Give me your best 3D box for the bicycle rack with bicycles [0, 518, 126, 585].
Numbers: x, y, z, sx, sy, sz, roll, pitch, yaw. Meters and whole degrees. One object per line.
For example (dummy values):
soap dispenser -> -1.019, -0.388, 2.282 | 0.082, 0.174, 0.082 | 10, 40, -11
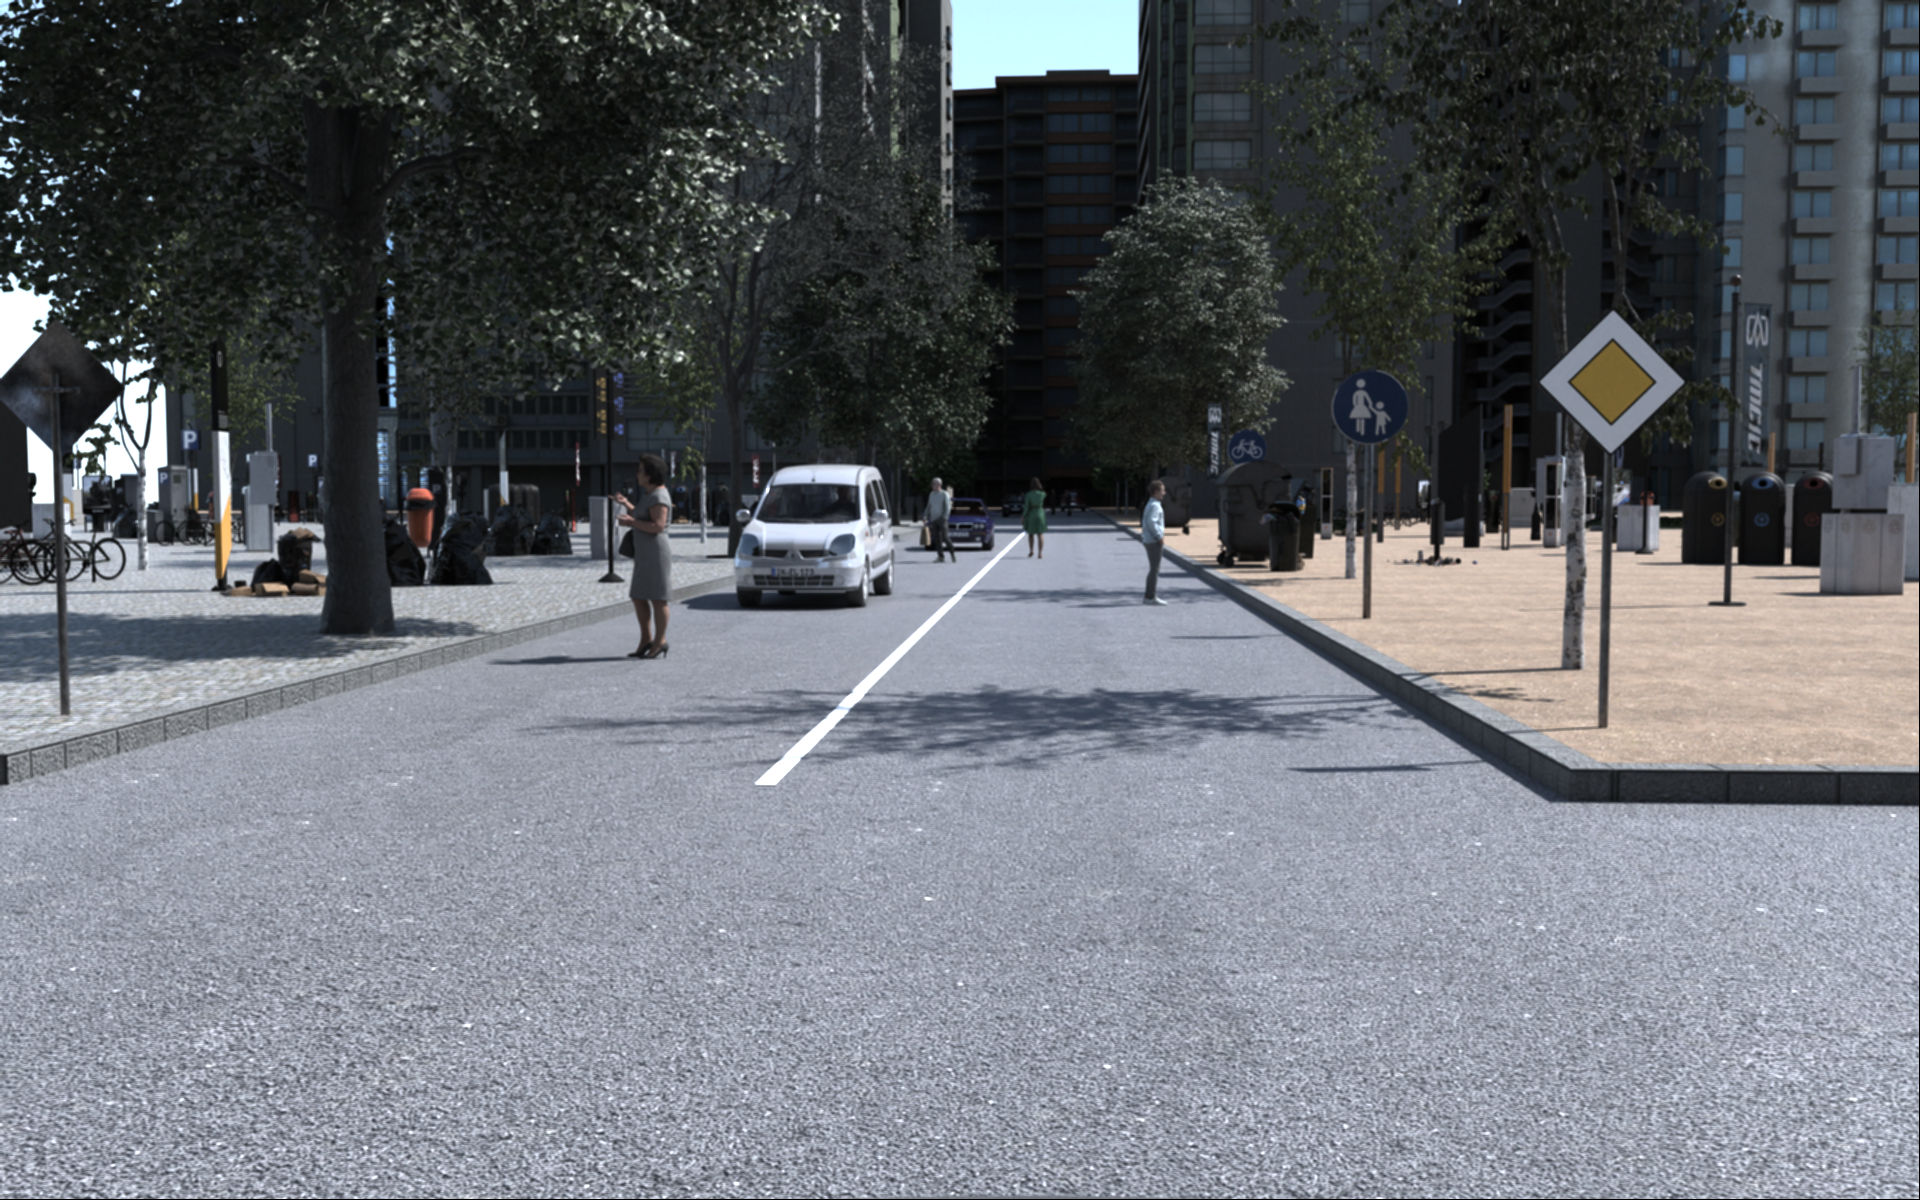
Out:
bicycle rack with bicycles -> -13.630, -0.718, 25.117 | 2.852, 0.926, 2.925 | 3, 5, 43

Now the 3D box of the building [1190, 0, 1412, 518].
building -> 20.497, -26.248, 112.746 | 14.154, 41.232, 14.086 | 0, 4, 3

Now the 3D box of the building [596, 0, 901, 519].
building -> -10.844, -24.992, 92.211 | 14.154, 41.232, 14.086 | 0, 4, 3

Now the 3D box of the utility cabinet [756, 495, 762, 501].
utility cabinet -> -7.686, -3.642, 70.712 | 1.020, 1.237, 0.306 | 0, 4, 2

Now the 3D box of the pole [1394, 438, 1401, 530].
pole -> 15.656, -4.164, 61.926 | 0.158, 3.312, 0.155 | 0, 3, 0

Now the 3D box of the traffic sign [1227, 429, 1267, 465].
traffic sign -> 5.654, -2.084, 34.182 | 0.768, 2.556, 0.104 | 0, 4, 5

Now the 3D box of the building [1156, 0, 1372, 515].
building -> 21.334, -27.106, 126.780 | 14.154, 41.232, 14.086 | 0, 4, 3

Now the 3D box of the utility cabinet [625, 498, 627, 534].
utility cabinet -> -8.054, -1.744, 39.678 | 1.020, 1.237, 0.306 | 3, 5, 40

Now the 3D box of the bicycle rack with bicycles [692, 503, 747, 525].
bicycle rack with bicycles -> -10.034, -3.597, 72.198 | 2.852, 0.926, 2.925 | 0, 4, -2

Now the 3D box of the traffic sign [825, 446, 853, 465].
traffic sign -> -3.185, -2.779, 45.551 | 0.768, 2.556, 0.104 | 1, 4, 10

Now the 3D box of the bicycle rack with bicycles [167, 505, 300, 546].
bicycle rack with bicycles -> -18.770, -1.846, 43.571 | 2.852, 0.926, 2.925 | 3, 5, 42

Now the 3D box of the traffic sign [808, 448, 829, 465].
traffic sign -> -3.815, -2.902, 47.558 | 0.768, 2.556, 0.104 | 1, 4, 9

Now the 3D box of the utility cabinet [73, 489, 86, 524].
utility cabinet -> -37.152, -3.894, 72.349 | 0.318, 1.500, 1.173 | 2, 4, 29

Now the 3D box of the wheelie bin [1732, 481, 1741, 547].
wheelie bin -> 18.623, -2.089, 42.070 | 0.693, 1.594, 0.980 | -3, 4, -39

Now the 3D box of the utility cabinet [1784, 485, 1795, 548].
utility cabinet -> 20.068, -1.970, 40.882 | 1.173, 1.500, 0.318 | -1, 4, -15

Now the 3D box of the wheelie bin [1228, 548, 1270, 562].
wheelie bin -> 5.590, -1.540, 33.084 | 0.693, 1.594, 0.980 | 1, 4, 18

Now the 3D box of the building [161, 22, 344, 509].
building -> -60.759, -28.761, 153.843 | 14.086, 41.232, 14.154 | 0, 4, 3

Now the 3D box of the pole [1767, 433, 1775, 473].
pole -> 26.916, -3.895, 57.518 | 0.158, 3.312, 0.155 | 0, 3, 0

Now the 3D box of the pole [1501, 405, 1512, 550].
pole -> 12.514, -2.800, 39.630 | 0.158, 3.312, 0.155 | 0, 3, 0

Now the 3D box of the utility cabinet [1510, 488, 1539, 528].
utility cabinet -> 21.231, -3.460, 65.242 | 0.318, 1.500, 1.173 | -2, 4, -35

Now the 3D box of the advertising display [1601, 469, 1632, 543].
advertising display -> 17.155, -2.443, 45.165 | 0.974, 1.923, 0.123 | -2, 4, -34

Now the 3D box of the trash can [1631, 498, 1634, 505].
trash can -> 27.270, -3.633, 71.058 | 0.748, 1.137, 0.748 | 0, 3, 0

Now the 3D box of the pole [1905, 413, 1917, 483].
pole -> 23.883, -3.040, 43.541 | 0.158, 3.312, 0.155 | 0, 3, 0

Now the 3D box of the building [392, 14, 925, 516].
building -> -18.921, -25.681, 111.764 | 32.217, 40.220, 23.993 | 0, 4, 3

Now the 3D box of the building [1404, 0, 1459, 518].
building -> 19.837, -25.389, 98.701 | 14.154, 41.232, 14.086 | 0, 4, 3

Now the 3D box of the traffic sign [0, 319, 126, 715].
traffic sign -> -5.196, -0.389, 10.001 | 0.795, 2.450, 0.064 | 0, 4, 3

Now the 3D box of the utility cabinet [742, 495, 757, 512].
utility cabinet -> -9.941, -4.268, 80.951 | 1.020, 1.237, 0.306 | 2, 4, 26

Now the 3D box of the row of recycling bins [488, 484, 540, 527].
row of recycling bins -> -17.712, -3.785, 69.003 | 1.069, 1.692, 3.534 | 1, 4, 11

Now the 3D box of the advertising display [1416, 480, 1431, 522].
advertising display -> 20.946, -4.467, 78.257 | 0.974, 1.923, 0.123 | -3, 5, -40

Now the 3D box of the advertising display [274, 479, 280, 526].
advertising display -> -27.978, -3.961, 69.971 | 0.974, 1.923, 0.123 | -3, 5, -41

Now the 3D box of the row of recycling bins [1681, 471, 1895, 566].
row of recycling bins -> 15.026, -1.490, 31.467 | 3.534, 1.692, 1.069 | 2, 4, 26

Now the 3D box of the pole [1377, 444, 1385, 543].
pole -> 11.138, -3.179, 45.823 | 0.158, 3.312, 0.155 | 0, 3, 0

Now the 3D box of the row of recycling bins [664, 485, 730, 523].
row of recycling bins -> -12.008, -4.272, 76.955 | 3.534, 1.692, 1.069 | -1, 4, -13

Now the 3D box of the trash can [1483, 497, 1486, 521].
trash can -> 25.019, -4.304, 82.027 | 0.748, 1.137, 0.748 | 0, 3, 0

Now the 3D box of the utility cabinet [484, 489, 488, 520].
utility cabinet -> -21.532, -4.389, 80.446 | 1.173, 1.500, 0.318 | 1, 4, 22

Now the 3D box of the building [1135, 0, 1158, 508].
building -> 25.906, -31.851, 144.468 | 21.300, 48.544, 21.600 | 0, 4, 3

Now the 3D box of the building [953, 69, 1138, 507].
building -> 11.576, -32.248, 181.871 | 28.867, 44.769, 22.147 | 0, 4, 3

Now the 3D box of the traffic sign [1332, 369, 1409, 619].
traffic sign -> 4.199, -1.082, 17.798 | 0.768, 2.556, 0.104 | 1, 4, 11

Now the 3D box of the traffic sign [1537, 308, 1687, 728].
traffic sign -> 3.531, -0.356, 9.458 | 0.795, 2.450, 0.064 | 0, 4, 3

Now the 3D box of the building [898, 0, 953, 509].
building -> -11.769, -32.059, 147.858 | 21.600, 48.544, 21.300 | 0, 4, 3

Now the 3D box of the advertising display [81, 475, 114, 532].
advertising display -> -29.009, -3.245, 58.275 | 0.974, 1.923, 0.123 | 0, 4, -4

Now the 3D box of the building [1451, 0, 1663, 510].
building -> 49.903, -30.452, 147.996 | 14.200, 45.320, 14.600 | 0, 4, 3

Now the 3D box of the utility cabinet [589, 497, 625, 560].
utility cabinet -> -6.993, -1.413, 34.270 | 0.306, 1.237, 1.020 | 0, 4, 8

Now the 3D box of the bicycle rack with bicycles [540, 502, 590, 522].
bicycle rack with bicycles -> -18.034, -4.086, 80.192 | 2.925, 0.926, 2.852 | 2, 4, 27

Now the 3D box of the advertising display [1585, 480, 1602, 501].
advertising display -> 29.502, -4.628, 80.877 | 0.974, 1.923, 0.123 | 2, 4, 31

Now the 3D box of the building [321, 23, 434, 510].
building -> -38.094, -51.033, 147.059 | 31.000, 86.520, 22.319 | 0, 4, 3

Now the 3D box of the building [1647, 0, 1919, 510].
building -> 71.880, -31.912, 141.366 | 30.456, 49.044, 23.786 | 0, 4, 3

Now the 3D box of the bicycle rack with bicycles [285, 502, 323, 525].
bicycle rack with bicycles -> -31.578, -4.099, 80.398 | 2.852, 0.926, 2.925 | 2, 4, 27

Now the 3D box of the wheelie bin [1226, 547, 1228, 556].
wheelie bin -> 5.801, -1.703, 35.744 | 0.980, 1.594, 0.693 | -1, 4, -14

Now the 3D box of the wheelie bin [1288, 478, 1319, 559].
wheelie bin -> 6.719, -1.630, 34.567 | 0.693, 1.594, 0.980 | -1, 4, -21
